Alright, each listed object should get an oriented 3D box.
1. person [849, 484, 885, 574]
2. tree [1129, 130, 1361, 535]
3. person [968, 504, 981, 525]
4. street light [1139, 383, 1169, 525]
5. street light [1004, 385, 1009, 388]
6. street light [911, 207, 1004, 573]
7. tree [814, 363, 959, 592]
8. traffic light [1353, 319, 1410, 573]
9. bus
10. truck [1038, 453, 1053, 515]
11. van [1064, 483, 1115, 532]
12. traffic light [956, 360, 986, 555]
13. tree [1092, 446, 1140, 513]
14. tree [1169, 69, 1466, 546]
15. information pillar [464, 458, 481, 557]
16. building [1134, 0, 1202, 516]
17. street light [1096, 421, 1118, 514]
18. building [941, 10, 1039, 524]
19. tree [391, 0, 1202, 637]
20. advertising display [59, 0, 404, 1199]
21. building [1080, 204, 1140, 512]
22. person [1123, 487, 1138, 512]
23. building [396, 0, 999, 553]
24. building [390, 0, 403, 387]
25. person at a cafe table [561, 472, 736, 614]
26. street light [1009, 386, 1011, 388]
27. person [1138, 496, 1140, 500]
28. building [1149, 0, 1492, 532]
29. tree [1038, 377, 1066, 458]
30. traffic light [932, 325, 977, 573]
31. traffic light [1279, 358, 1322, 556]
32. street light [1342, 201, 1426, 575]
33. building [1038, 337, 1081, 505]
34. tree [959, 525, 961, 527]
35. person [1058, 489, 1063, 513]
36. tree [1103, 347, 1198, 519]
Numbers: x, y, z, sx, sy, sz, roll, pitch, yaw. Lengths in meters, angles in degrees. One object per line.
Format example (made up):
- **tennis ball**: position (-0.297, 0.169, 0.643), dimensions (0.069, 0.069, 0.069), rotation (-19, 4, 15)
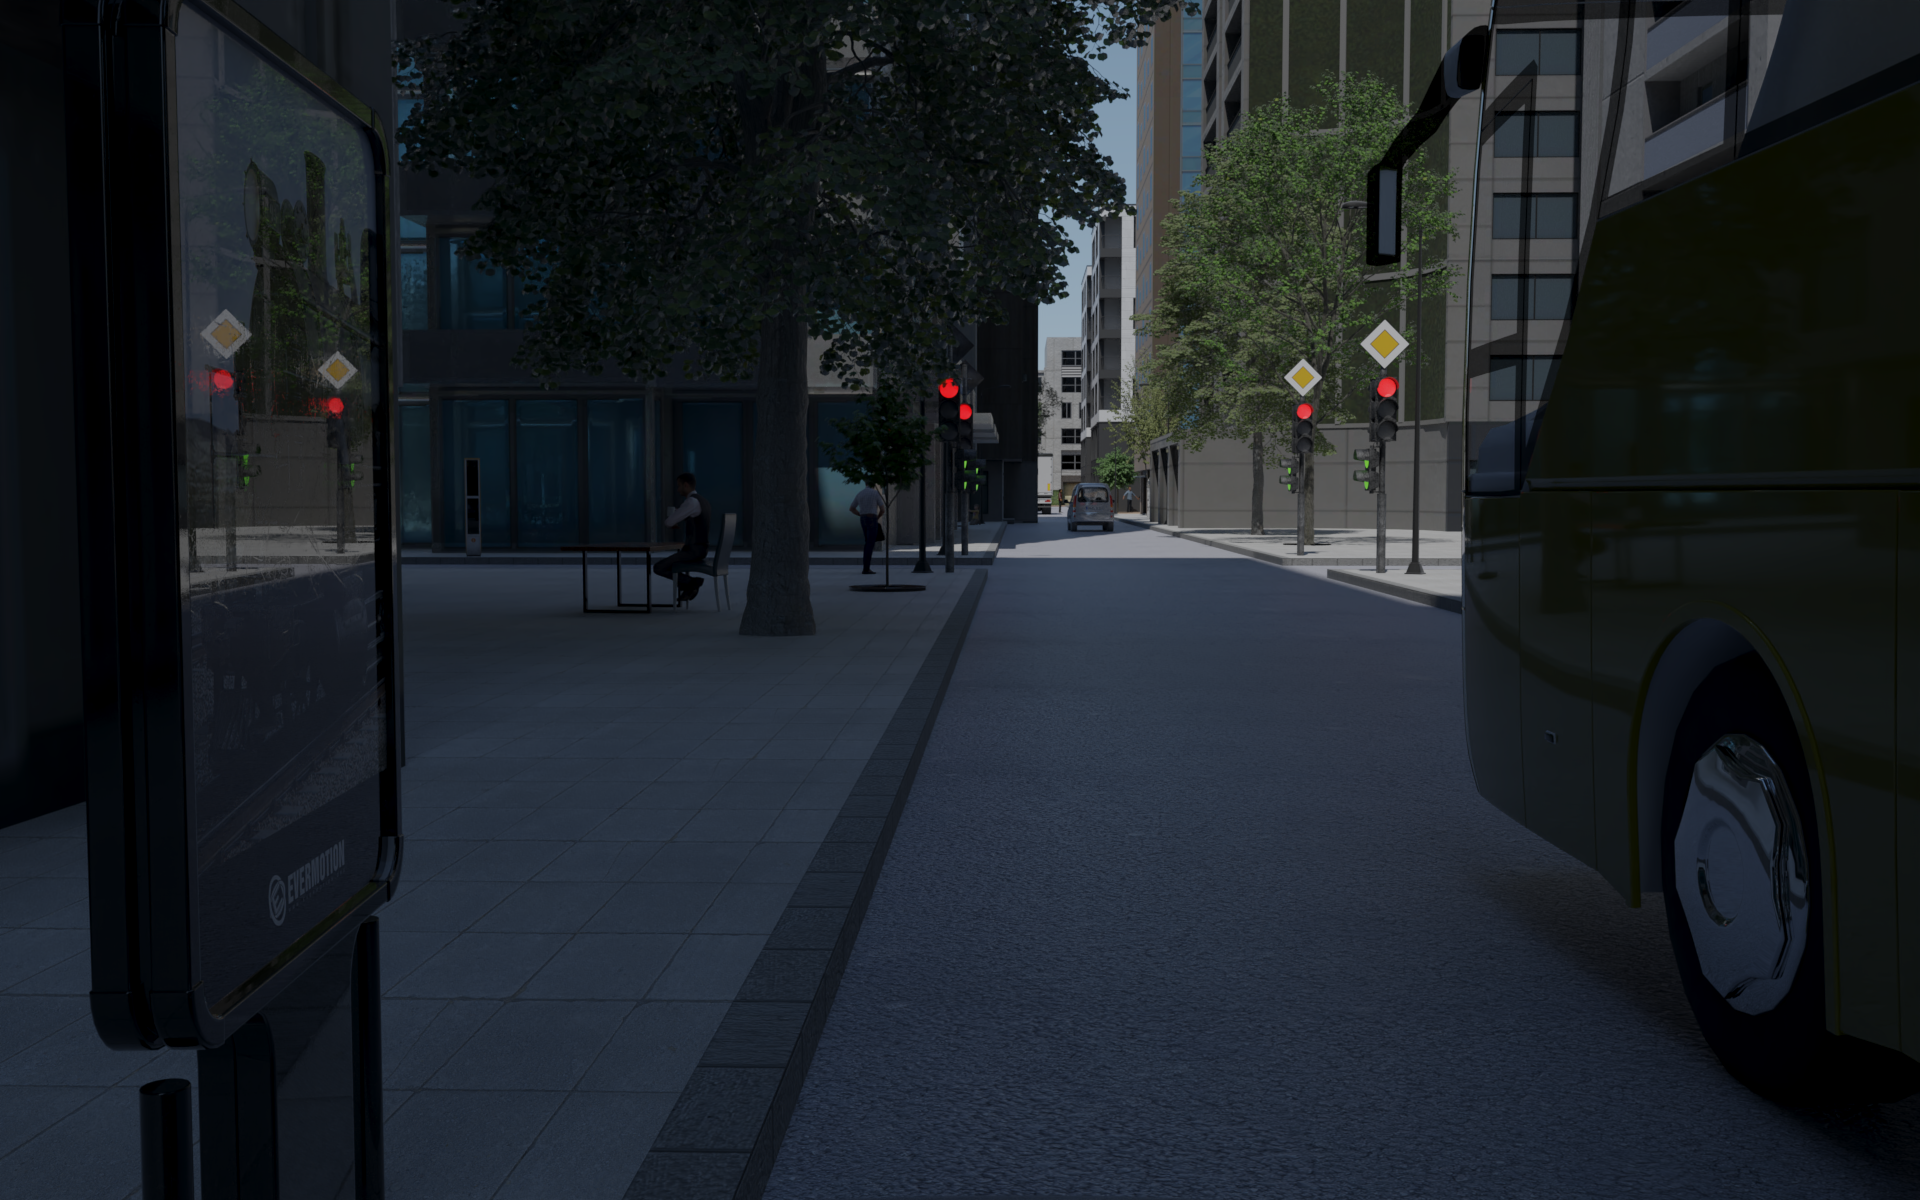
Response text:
- **person**: position (-1.497, -1.203, 27.921), dimensions (0.614, 1.554, 0.590), rotation (2, 4, 28)
- **tree**: position (8.933, -8.293, 53.718), dimensions (7.486, 12.596, 7.792), rotation (0, 3, 0)
- **person**: position (0.546, -3.509, 71.333), dimensions (0.695, 0.859, 0.347), rotation (-3, 5, -41)
- **street light**: position (8.172, -6.114, 72.512), dimensions (1.470, 5.913, 1.316), rotation (0, 4, 2)
- **street light**: position (0.228, -3.886, 36.077), dimensions (1.470, 5.913, 1.316), rotation (0, 4, 2)
- **street light**: position (-0.071, -3.395, 28.047), dimensions (1.470, 5.913, 1.316), rotation (0, 4, 2)
- **tree**: position (-0.991, -1.748, 23.187), dimensions (1.663, 3.219, 1.824), rotation (0, 3, 0)
- **traffic light**: position (6.808, -2.390, 27.992), dimensions (0.839, 4.253, 0.868), rotation (0, 4, 2)
- **bus**: position (3.044, -0.570, 0.860), dimensions (2.896, 3.916, 12.252), rotation (0, 3, 0)
- **truck**: position (5.341, -8.286, 124.397), dimensions (2.839, 4.237, 11.283), rotation (0, 4, 2)
- **van**: position (5.070, -3.699, 67.498), dimensions (2.013, 2.044, 4.112), rotation (0, 4, 1)
- **traffic light**: position (0.118, -2.891, 36.190), dimensions (0.839, 4.253, 0.868), rotation (0, 4, 2)
- **tree**: position (10.606, -8.175, 117.372), dimensions (4.285, 4.588, 4.351), rotation (0, 3, 0)
- **tree**: position (8.804, -7.164, 42.892), dimensions (9.928, 11.665, 9.643), rotation (0, 3, 0)
- **information pillar**: position (-10.013, -1.902, 35.594), dimensions (0.304, 2.012, 0.304), rotation (-1, 4, -16)
- **building**: position (17.773, -27.632, 101.898), dimensions (14.600, 45.320, 14.200), rotation (0, 4, 2)
- **street light**: position (9.418, -8.462, 110.888), dimensions (1.470, 5.913, 1.316), rotation (0, 4, 2)
- **building**: position (-3.246, -19.015, 82.590), dimensions (14.160, 30.474, 14.107), rotation (0, 4, 2)
- **tree**: position (-1.716, -6.664, 15.607), dimensions (9.857, 13.997, 8.962), rotation (0, 3, 0)
- **advertising display**: position (-1.014, 0.163, 2.551), dimensions (0.123, 1.923, 0.974), rotation (0, 4, -3)
- **building**: position (24.295, -17.986, 138.045), dimensions (27.936, 21.610, 32.646), rotation (0, 4, 2)
- **person**: position (11.939, -7.079, 121.774), dimensions (1.348, 1.826, 0.705), rotation (-2, 4, -34)
- **building**: position (-10.844, -26.330, 50.097), dimensions (23.786, 49.044, 30.456), rotation (0, 4, 2)
- **building**: position (-15.345, -15.265, 21.283), dimensions (14.107, 30.474, 14.160), rotation (0, 4, 2)
- **person at a cafe table**: position (-3.301, -0.646, 19.081), dimensions (1.622, 1.524, 1.698), rotation (1, 4, 9)
- **street light**: position (1.459, -6.200, 73.911), dimensions (1.470, 5.913, 1.316), rotation (0, 4, 2)
- **person**: position (11.919, -6.549, 112.742), dimensions (0.705, 1.869, 1.348), rotation (2, 4, 27)
- **building**: position (18.577, -38.449, 66.885), dimensions (20.563, 71.187, 20.611), rotation (0, 4, 2)
- **tree**: position (1.827, -10.251, 102.011), dimensions (8.767, 10.594, 7.601), rotation (0, 4, -6)
- **traffic light**: position (-0.150, -2.403, 28.209), dimensions (0.839, 4.253, 0.868), rotation (0, 4, 2)
- **traffic light**: position (7.076, -2.878, 35.973), dimensions (0.839, 4.253, 0.868), rotation (0, 4, 2)
- **street light**: position (6.752, -3.367, 27.596), dimensions (1.470, 5.913, 1.316), rotation (0, 4, 2)
- **building**: position (10.040, -20.621, 203.605), dimensions (31.486, 18.905, 16.747), rotation (0, 4, 2)
- **tree**: position (-0.306, -4.505, 68.252), dimensions (1.663, 3.219, 1.824), rotation (0, 3, 0)
- **person**: position (7.699, -7.579, 132.375), dimensions (0.705, 1.831, 1.348), rotation (0, 4, 7)
- **tree**: position (9.675, -8.523, 89.719), dimensions (4.737, 8.622, 4.395), rotation (0, 3, 0)
